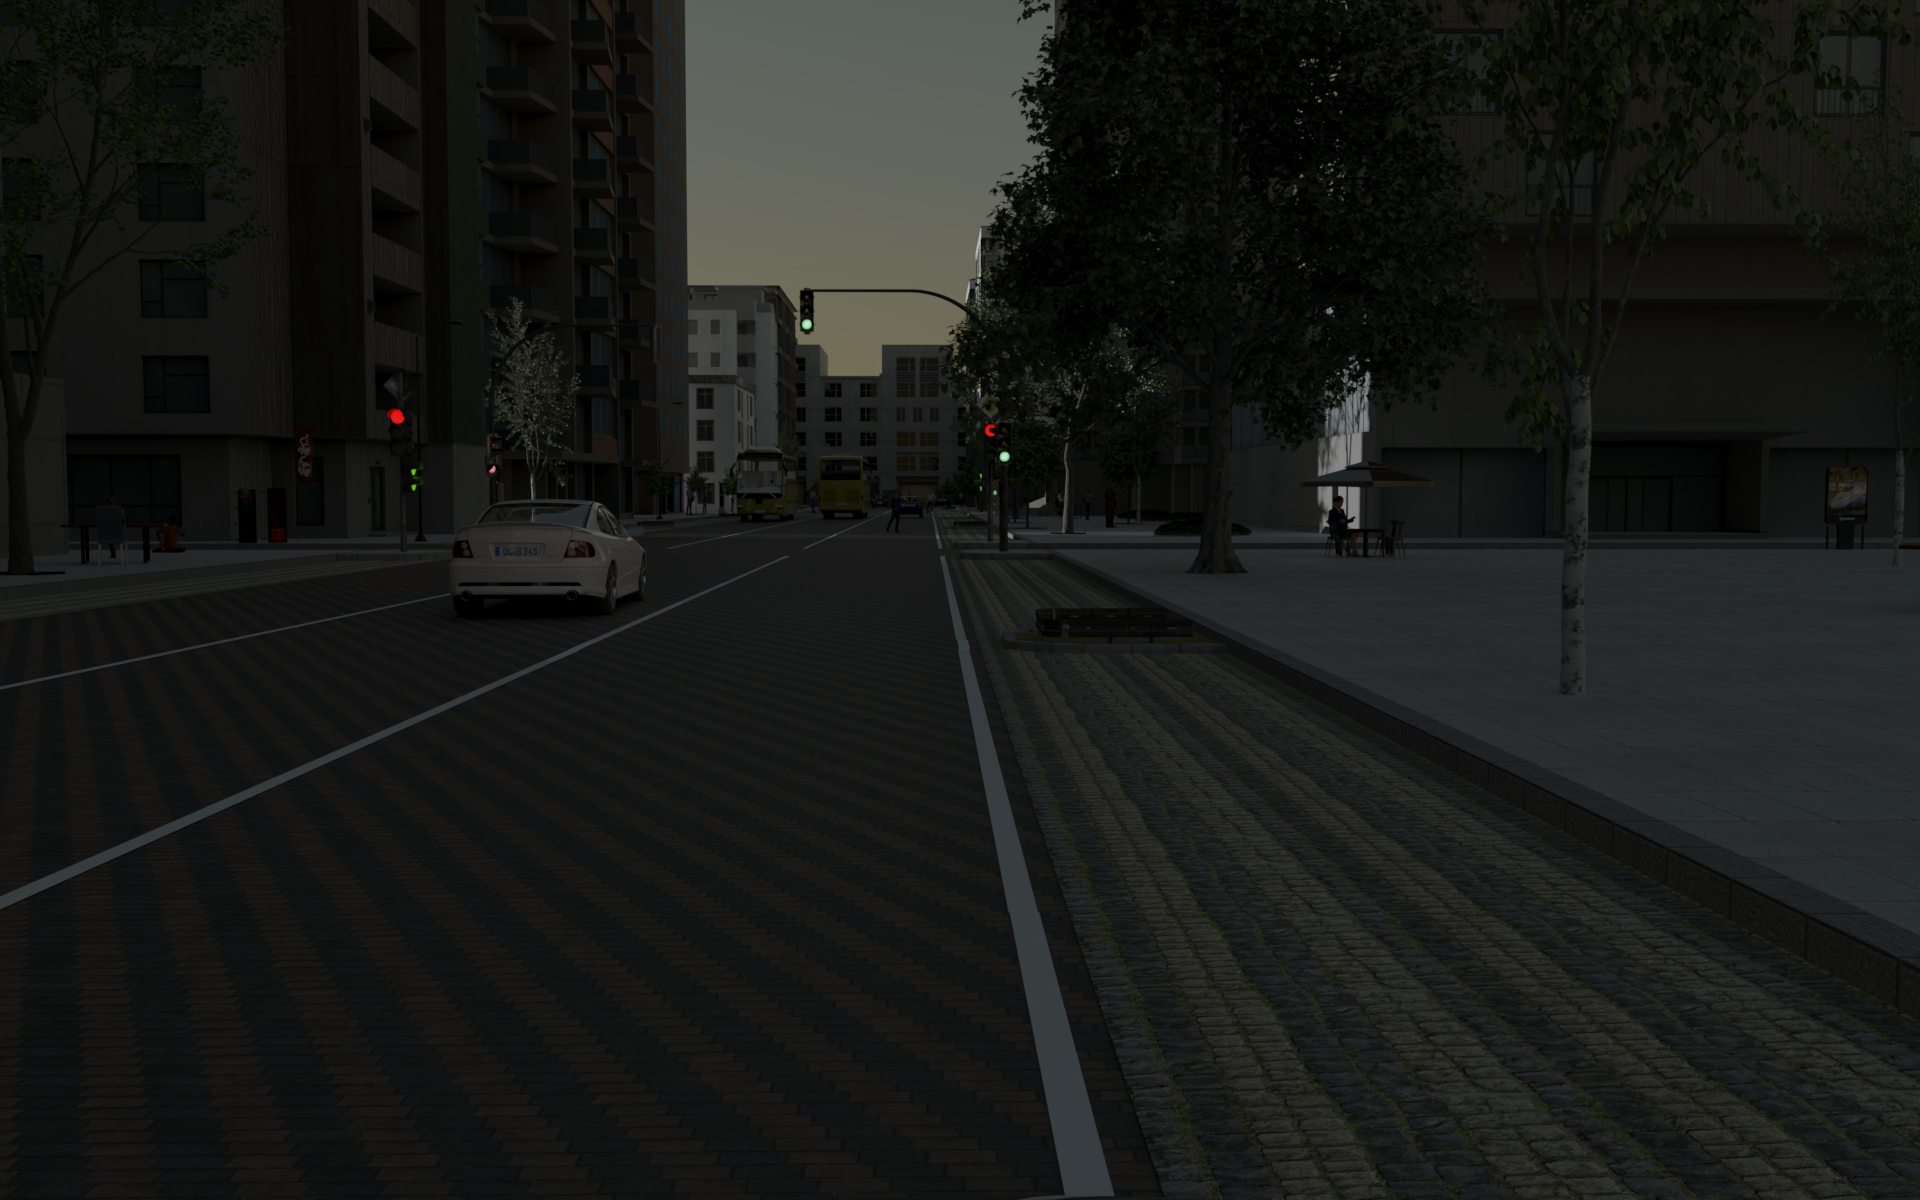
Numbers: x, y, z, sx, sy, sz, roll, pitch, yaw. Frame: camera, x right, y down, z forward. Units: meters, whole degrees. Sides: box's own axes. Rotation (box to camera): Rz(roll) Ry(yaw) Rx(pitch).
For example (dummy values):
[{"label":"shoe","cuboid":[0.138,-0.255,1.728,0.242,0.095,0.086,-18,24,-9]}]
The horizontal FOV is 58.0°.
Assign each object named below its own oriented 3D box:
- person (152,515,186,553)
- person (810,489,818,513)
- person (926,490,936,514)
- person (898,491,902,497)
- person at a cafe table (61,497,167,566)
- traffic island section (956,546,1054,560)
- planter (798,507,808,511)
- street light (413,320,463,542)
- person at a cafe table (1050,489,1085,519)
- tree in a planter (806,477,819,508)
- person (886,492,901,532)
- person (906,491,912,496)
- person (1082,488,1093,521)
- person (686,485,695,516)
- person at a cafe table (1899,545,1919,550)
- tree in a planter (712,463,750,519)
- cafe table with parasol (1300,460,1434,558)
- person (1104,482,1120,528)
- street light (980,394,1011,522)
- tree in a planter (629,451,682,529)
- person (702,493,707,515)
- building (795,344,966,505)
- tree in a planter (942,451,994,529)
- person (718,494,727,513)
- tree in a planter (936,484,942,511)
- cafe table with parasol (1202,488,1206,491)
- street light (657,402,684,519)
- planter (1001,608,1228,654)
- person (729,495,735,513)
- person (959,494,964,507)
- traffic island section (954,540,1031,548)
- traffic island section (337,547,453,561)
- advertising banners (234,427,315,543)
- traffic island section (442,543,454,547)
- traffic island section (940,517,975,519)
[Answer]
[{"label":"person","cuboid":[-17.248,-1.446,37.966,0.859,0.850,0.655,1,4,11]},{"label":"person","cuboid":[-10.769,-7.363,128.747,0.599,1.838,0.709,-3,4,-39]},{"label":"person","cuboid":[-2.170,-7.166,126.600,0.756,1.711,0.436,2,4,35]},{"label":"person","cuboid":[-7.077,-11.641,198.799,1.348,1.831,0.705,3,5,39]},{"label":"person at a cafe table","cuboid":[-15.521,-1.278,31.757,1.698,1.238,1.726,-1,4,-21]},{"label":"traffic island section","cuboid":[0.987,-1.005,38.707,2.009,0.180,2.903,0,4,-1]},{"label":"planter","cuboid":[-14.097,-7.814,148.897,1.991,0.319,1.994,0,4,-1]},{"label":"street light","cuboid":[-13.971,-4.519,46.430,1.470,5.913,1.316,0,4,-1]},{"label":"person at a cafe table","cuboid":[5.546,-5.023,90.639,1.622,1.524,1.698,-1,4,-15]},{"label":"tree in a planter","cuboid":[-14.589,-10.947,176.199,1.991,3.239,1.994,0,4,-1]},{"label":"person","cuboid":[-2.448,-3.307,65.265,0.574,1.496,0.600,-1,4,-16]},{"label":"person","cuboid":[-4.714,-9.340,161.921,1.217,1.735,0.721,-2,4,-35]},{"label":"person","cuboid":[6.154,-4.602,83.502,0.499,1.552,0.429,3,5,40]},{"label":"person","cuboid":[-15.878,-5.902,102.407,0.599,1.838,0.709,1,4,19]},{"label":"person at a cafe table","cuboid":[11.405,-0.618,18.623,1.698,1.524,1.622,-2,4,-26]},{"label":"tree in a planter","cuboid":[-13.188,-6.282,99.929,1.991,3.239,1.994,0,4,-1]},{"label":"cafe table with parasol","cuboid":[8.286,-1.863,35.327,2.610,1.966,2.610,1,4,19]},{"label":"person","cuboid":[5.784,-3.623,65.972,0.600,1.739,0.565,0,4,1]},{"label":"street light","cuboid":[1.640,-6.591,80.302,1.470,5.913,1.316,0,4,-1]},{"label":"tree in a planter","cuboid":[-12.666,-4.587,72.224,1.991,3.239,1.994,0,4,-1]},{"label":"person","cuboid":[-16.006,-6.016,108.307,0.340,1.345,0.435,0,4,4]},{"label":"building","cuboid":[-9.374,-21.210,213.241,31.486,18.905,16.747,0,4,-1]},{"label":"tree in a planter","cuboid":[0.381,-4.528,71.255,1.991,3.239,1.994,0,4,-1]},{"label":"person","cuboid":[-16.003,-6.715,116.759,0.530,1.710,0.541,-1,4,-21]},{"label":"tree in a planter","cuboid":[-1.051,-9.254,148.521,1.991,3.239,1.994,0,4,-1]},{"label":"cafe table with parasol","cuboid":[14.077,-5.289,91.338,2.610,1.966,2.610,2,4,31]},{"label":"street light","cuboid":[-14.628,-7.024,87.388,1.470,5.913,1.316,0,4,-1]},{"label":"planter","cuboid":[1.393,0.288,16.432,1.991,0.319,1.994,0,4,-1]},{"label":"person","cuboid":[-15.568,-6.842,118.849,0.436,1.711,0.756,2,4,32]},{"label":"person","cuboid":[0.192,-9.994,170.382,0.436,1.711,0.756,-1,4,-12]},{"label":"traffic island section","cuboid":[0.840,-1.493,46.690,2.009,0.180,2.903,0,4,-1]},{"label":"traffic island section","cuboid":[-12.372,-0.990,38.466,2.009,0.180,2.903,0,4,-1]},{"label":"advertising banners","cuboid":[-17.889,-3.001,45.255,2.074,3.025,0.090,0,4,-6]},{"label":"traffic island section","cuboid":[-12.519,-1.478,46.450,2.009,0.180,2.903,0,4,-1]},{"label":"traffic island section","cuboid":[-0.125,-4.657,99.000,1.991,0.108,1.994,0,4,-1]}]
